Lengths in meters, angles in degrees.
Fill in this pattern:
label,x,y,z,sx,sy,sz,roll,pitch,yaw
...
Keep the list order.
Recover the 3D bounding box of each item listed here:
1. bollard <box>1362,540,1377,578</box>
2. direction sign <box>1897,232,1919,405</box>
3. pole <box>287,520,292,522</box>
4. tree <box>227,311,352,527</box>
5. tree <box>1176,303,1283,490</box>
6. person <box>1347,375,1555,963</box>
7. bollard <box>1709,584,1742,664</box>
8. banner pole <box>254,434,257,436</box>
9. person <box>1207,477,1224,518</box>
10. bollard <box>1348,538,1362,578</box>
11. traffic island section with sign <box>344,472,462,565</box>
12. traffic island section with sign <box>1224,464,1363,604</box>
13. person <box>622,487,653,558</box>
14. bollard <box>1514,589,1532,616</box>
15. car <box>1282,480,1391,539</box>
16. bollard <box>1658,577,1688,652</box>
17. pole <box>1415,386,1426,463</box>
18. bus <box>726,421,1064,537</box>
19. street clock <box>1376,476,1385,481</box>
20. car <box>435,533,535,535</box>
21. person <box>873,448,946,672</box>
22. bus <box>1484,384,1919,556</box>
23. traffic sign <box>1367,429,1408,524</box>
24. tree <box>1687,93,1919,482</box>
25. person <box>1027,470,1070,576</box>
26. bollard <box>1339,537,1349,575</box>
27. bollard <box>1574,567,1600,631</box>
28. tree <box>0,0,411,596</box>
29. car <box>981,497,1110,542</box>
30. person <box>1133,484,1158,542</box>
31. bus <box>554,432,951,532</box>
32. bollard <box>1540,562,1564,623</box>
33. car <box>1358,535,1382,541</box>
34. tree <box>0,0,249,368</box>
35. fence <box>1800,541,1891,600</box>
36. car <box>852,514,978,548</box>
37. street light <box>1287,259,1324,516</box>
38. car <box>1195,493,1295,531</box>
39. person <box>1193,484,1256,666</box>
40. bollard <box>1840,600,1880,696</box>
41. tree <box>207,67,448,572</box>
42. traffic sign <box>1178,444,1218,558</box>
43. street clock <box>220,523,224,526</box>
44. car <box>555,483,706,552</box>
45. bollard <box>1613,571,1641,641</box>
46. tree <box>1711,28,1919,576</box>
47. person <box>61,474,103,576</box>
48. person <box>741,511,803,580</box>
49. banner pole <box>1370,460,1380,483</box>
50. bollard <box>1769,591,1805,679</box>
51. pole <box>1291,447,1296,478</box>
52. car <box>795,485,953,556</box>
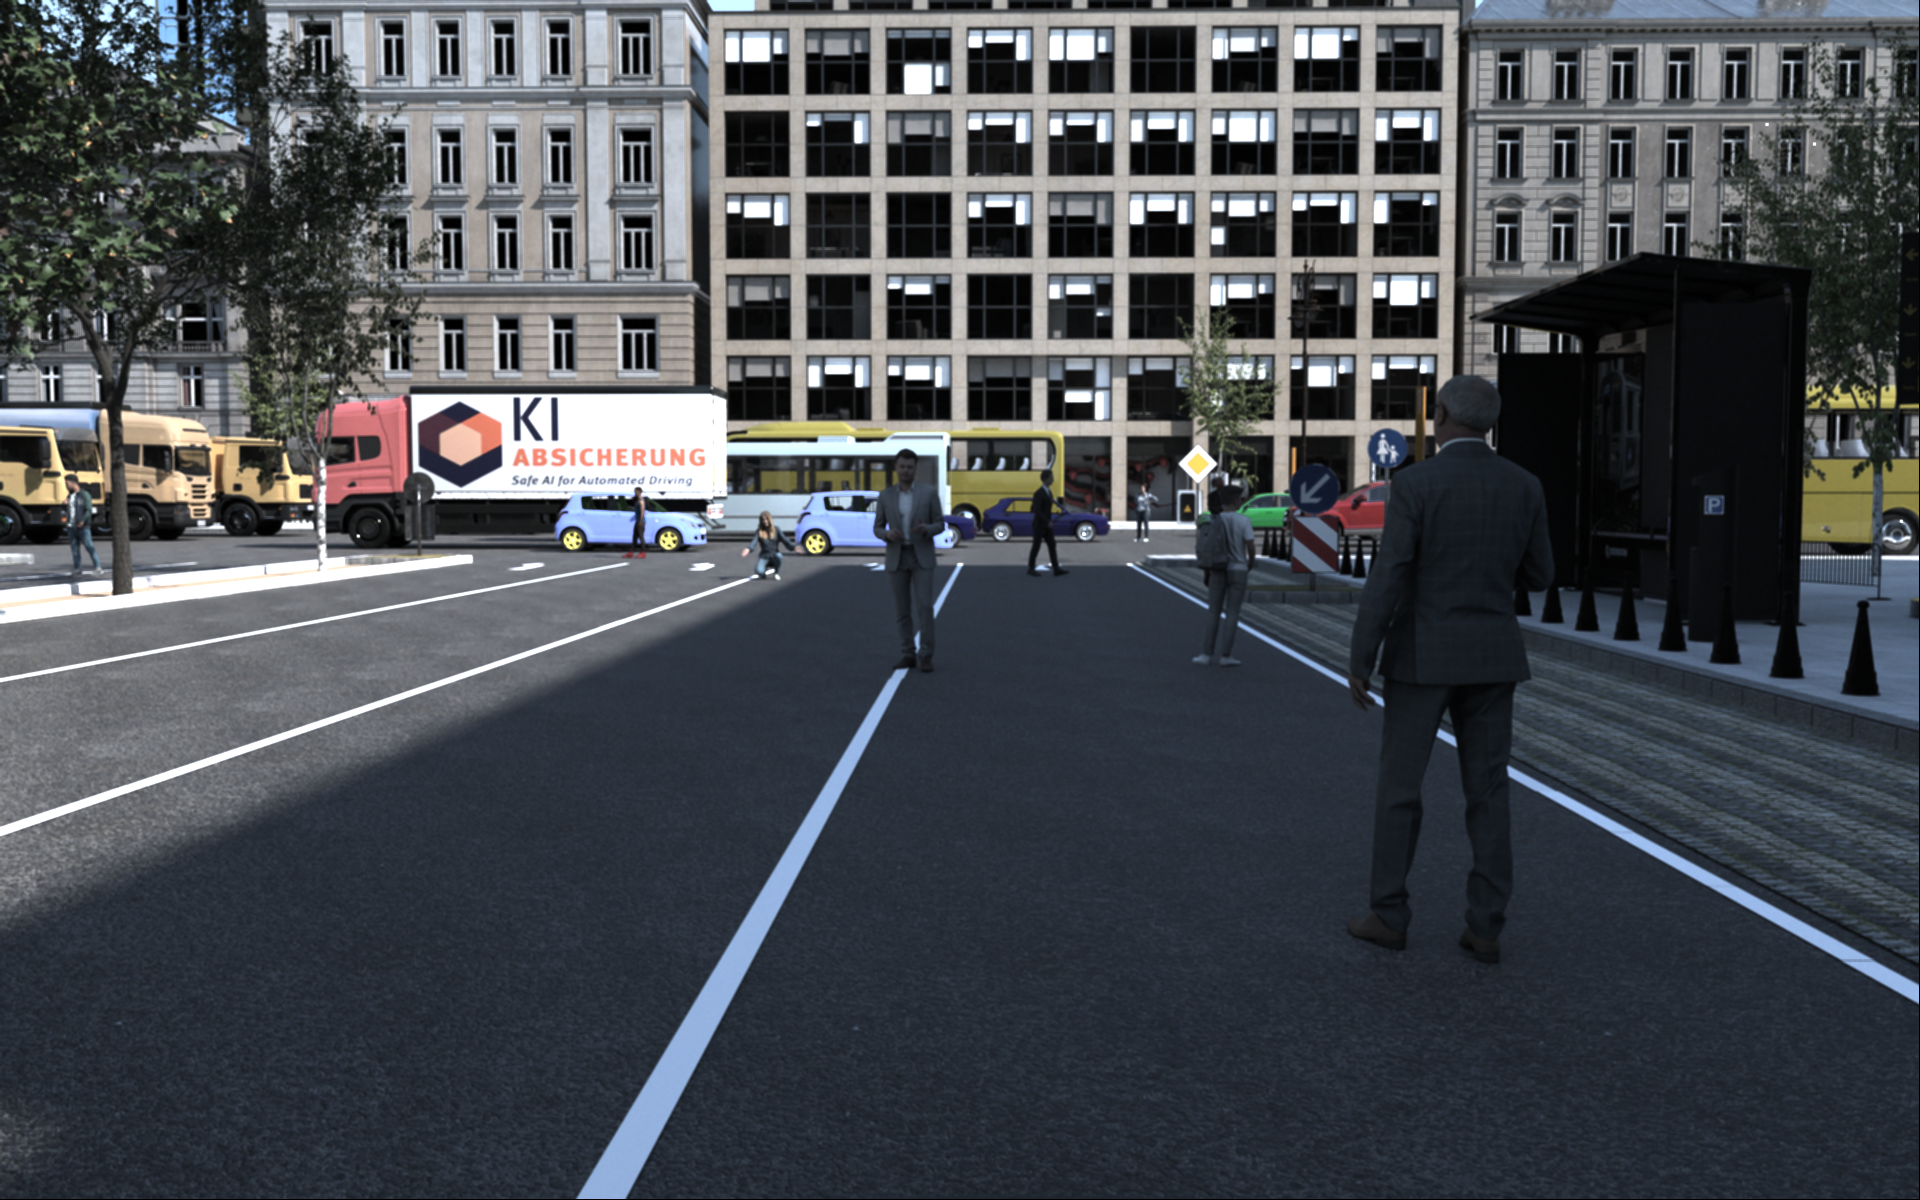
label,x,y,z,sx,sy,sz,roll,pitch,yaw
bollard,6.108,-0.580,25.530,0.229,0.601,0.229,0,3,0
direction sign,8.515,-1.398,14.853,0.876,3.537,0.379,3,4,38
pole,-30.347,-5.166,78.300,0.158,3.312,0.155,0,3,0
tree,-26.055,-7.188,67.880,4.737,8.622,4.395,0,3,0
tree,10.035,-7.112,66.637,4.737,8.622,4.395,0,3,0
person,1.525,0.194,5.509,0.661,1.801,0.590,-1,4,-12
bollard,5.818,0.177,13.152,0.229,0.601,0.229,0,3,0
banner pole,-28.773,-4.955,71.029,0.401,3.779,0.863,-3,4,-38
person,4.917,-1.409,32.220,0.565,1.739,0.600,-2,4,-31
bollard,6.131,-0.644,26.569,0.229,0.601,0.229,0,3,0
traffic island section with sign,-11.309,-1.678,35.567,2.006,1.907,1.989,0,4,1
traffic island section with sign,4.540,-0.903,23.392,1.989,1.847,2.006,0,4,1
person,-7.258,-1.749,38.970,0.662,1.594,0.647,-2,4,-30
bollard,5.940,-0.139,18.316,0.229,0.601,0.229,0,3,0
car,11.550,-2.381,47.594,5.304,1.827,2.281,0,4,1
bollard,5.847,0.113,14.194,0.229,0.601,0.229,0,3,0
pole,8.744,-2.392,32.947,0.158,3.312,0.155,0,3,0
bus,-2.577,-4.142,59.273,12.252,3.916,2.896,0,4,3
street clock,16.833,-3.945,69.063,0.358,2.002,0.471,-2,4,-35
car,-16.831,-3.191,61.207,4.494,1.783,2.155,0,4,1
person,-0.429,-0.328,14.063,0.606,1.804,0.583,0,4,5
bus,17.583,-2.941,39.640,12.252,3.916,2.896,0,4,3
traffic sign,8.324,-2.060,33.791,0.768,2.556,0.104,0,4,7
tree,15.997,-5.032,32.632,4.360,8.622,3.978,0,3,0
person,1.529,-1.343,30.242,0.755,1.850,0.659,2,4,27
bollard,6.158,-0.707,27.596,0.229,0.601,0.229,0,3,0
bollard,5.893,-0.013,16.259,0.229,0.601,0.229,0,3,0
tree,-11.503,-5.323,23.896,8.767,10.594,7.601,0,4,1
car,2.566,-2.419,52.133,3.894,1.354,1.945,0,4,2
person,5.539,-2.634,52.297,0.841,1.734,0.376,3,5,42
bus,-6.953,-3.549,52.889,13.247,3.499,2.948,0,4,3
bollard,5.918,-0.076,17.286,0.229,0.601,0.229,0,3,0
car,14.210,-2.552,54.086,4.827,1.381,2.083,0,4,0
tree,-11.553,-5.790,14.131,9.611,12.733,9.660,0,3,0
fence,10.898,-0.400,21.919,0.278,0.683,2.069,-1,4,-14
car,-1.448,-2.097,46.869,3.894,1.354,1.945,0,4,1
street light,6.810,-3.761,34.276,0.468,5.910,1.993,0,4,1
car,10.359,-3.062,58.866,4.718,1.807,1.959,0,4,2
person,2.197,-0.208,14.489,0.503,1.515,0.523,0,4,-8
bollard,5.775,0.303,11.090,0.229,0.601,0.229,0,3,0
tree,-11.070,-4.721,30.016,4.360,8.622,3.978,0,3,0
traffic sign,4.781,-1.911,34.880,0.795,2.450,0.064,0,4,1
street clock,-30.007,-4.034,70.526,0.358,2.002,0.471,3,4,36
car,-8.229,-2.066,43.371,3.694,1.707,1.945,0,4,2
bollard,5.870,0.049,15.233,0.229,0.601,0.229,0,3,0
tree,14.083,-4.678,26.851,4.737,8.622,4.395,0,3,0
person,-15.327,-1.301,30.127,0.623,1.781,0.721,1,4,9
person,-3.123,-0.920,29.049,1.012,1.151,0.738,0,4,0
banner pole,16.929,-4.923,70.511,0.863,3.779,0.401,-3,5,-42
bollard,5.798,0.240,12.126,0.229,0.601,0.229,0,3,0
pole,14.590,-5.014,75.817,0.158,3.312,0.155,0,3,0
car,-2.014,-1.897,40.600,3.694,1.707,1.945,0,4,2
